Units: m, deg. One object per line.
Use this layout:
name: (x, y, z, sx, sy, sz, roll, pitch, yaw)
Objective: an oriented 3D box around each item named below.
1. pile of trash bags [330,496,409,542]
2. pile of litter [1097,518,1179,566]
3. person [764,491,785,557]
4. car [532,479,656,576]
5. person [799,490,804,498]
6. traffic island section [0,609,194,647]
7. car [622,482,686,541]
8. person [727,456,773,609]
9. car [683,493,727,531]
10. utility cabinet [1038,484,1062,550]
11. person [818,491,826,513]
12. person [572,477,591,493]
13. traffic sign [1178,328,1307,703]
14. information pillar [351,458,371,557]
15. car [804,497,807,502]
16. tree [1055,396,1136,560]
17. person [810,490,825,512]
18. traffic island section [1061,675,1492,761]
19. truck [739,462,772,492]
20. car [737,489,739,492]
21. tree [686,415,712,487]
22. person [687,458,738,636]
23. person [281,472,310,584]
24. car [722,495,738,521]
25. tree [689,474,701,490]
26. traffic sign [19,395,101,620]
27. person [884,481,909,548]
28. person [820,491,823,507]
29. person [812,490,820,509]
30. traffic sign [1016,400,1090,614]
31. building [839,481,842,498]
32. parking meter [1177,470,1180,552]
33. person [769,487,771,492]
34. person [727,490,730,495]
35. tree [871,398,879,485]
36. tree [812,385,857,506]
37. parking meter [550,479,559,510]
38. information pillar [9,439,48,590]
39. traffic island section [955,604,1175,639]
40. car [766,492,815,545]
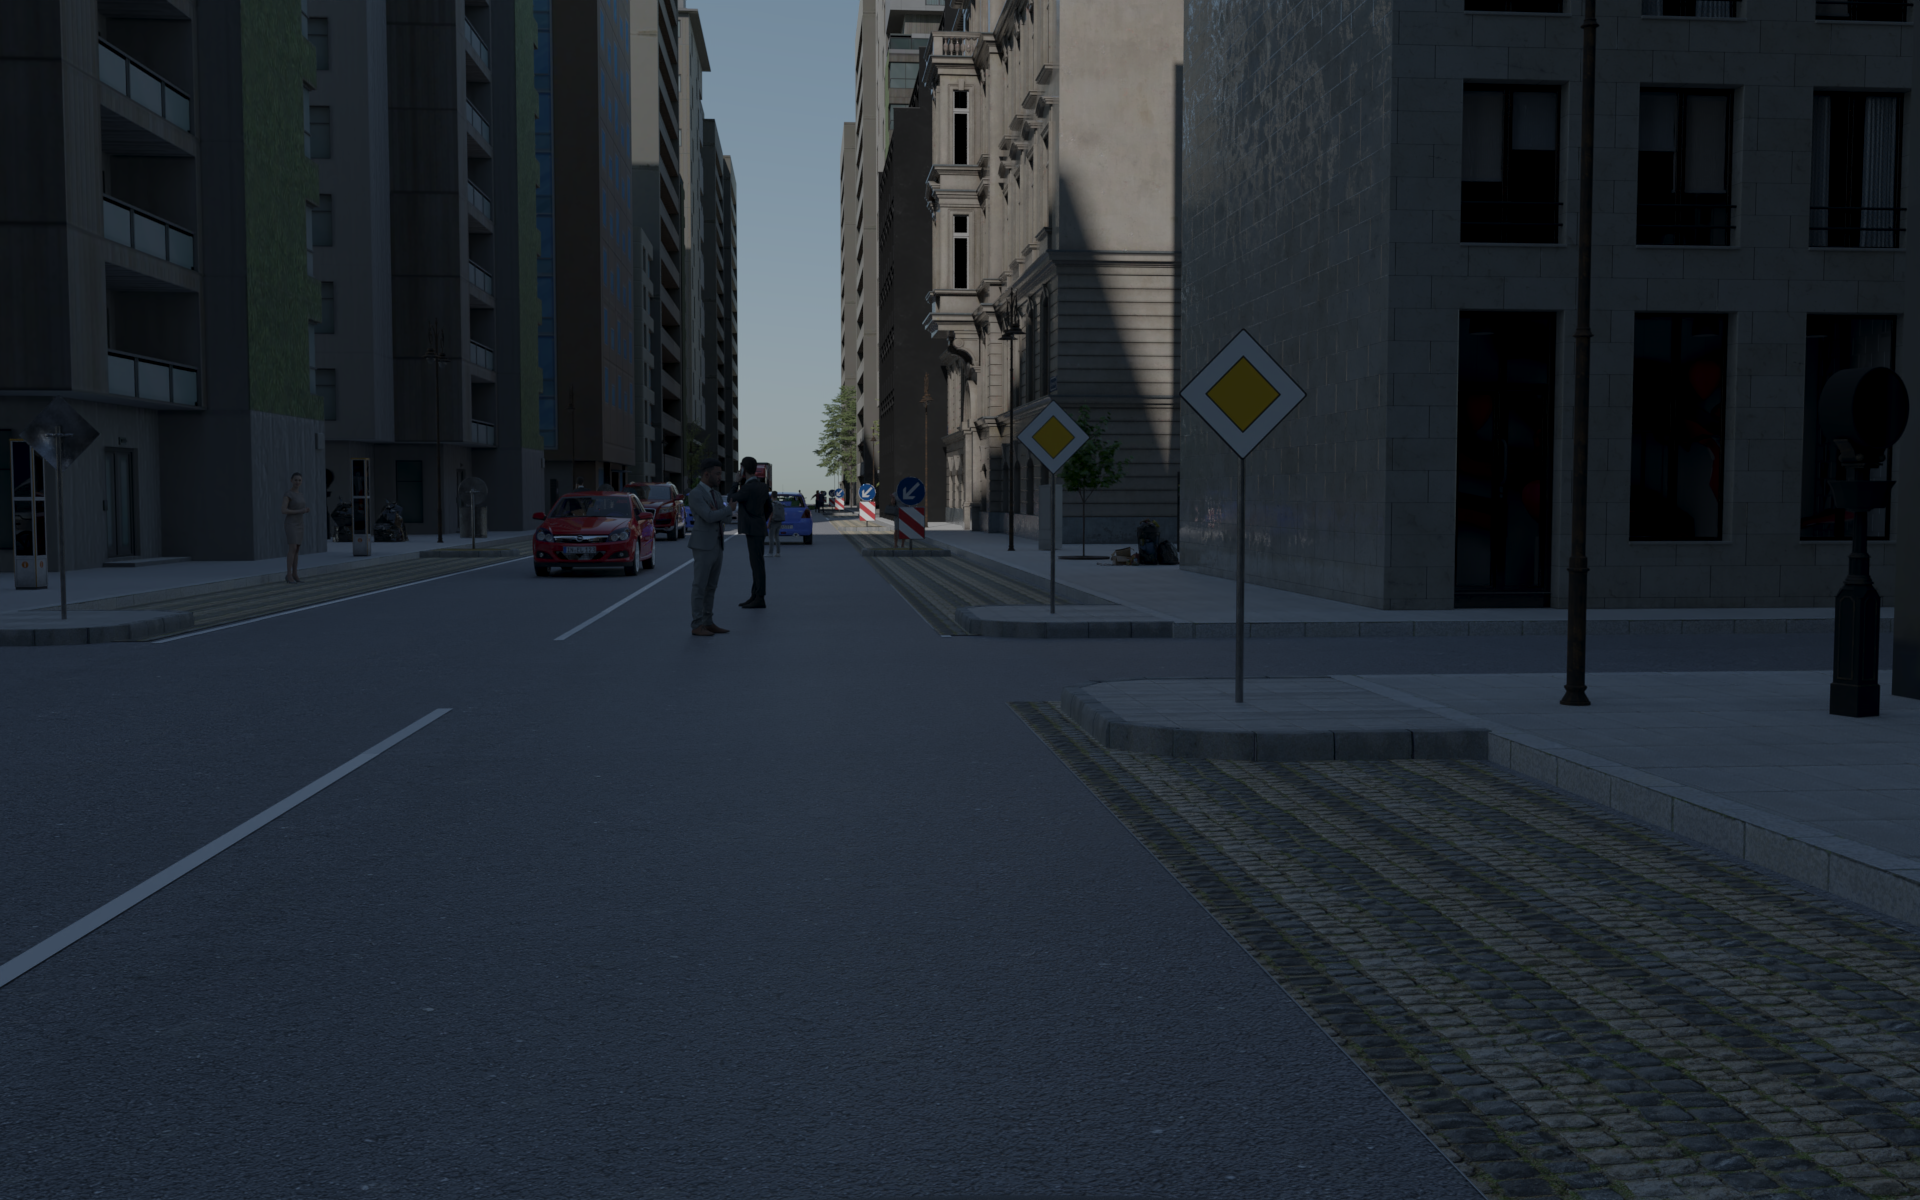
pile of trash bags: (-16.614, -2.266, 46.801, 3.447, 1.369, 1.912, 0, 4, 1)
pile of litter: (3.260, -1.069, 31.441, 1.719, 0.858, 1.176, -1, 4, -9)
person: (-4.237, -1.737, 39.501, 0.523, 1.515, 0.503, 0, 4, 0)
car: (-6.633, -1.382, 31.643, 2.155, 1.783, 4.494, 0, 4, -4)
person: (-14.477, -9.036, 156.255, 1.348, 1.821, 0.705, 3, 5, 43)
traffic island section: (-9.184, 0.279, 17.713, 2.009, 0.180, 2.903, 0, 4, -5)
car: (-9.782, -2.801, 54.477, 2.281, 1.827, 5.304, 0, 4, -5)
person: (-2.648, -0.850, 21.766, 0.474, 1.900, 0.648, 1, 4, 10)
car: (-9.949, -3.492, 66.690, 1.945, 1.707, 3.694, 0, 4, -6)
utility cabinet: (2.072, -1.904, 39.812, 0.318, 1.500, 1.173, 1, 4, 16)
person: (-10.527, -7.494, 131.941, 0.541, 1.710, 0.530, 3, 5, 44)
person: (-10.335, -2.418, 47.403, 0.474, 1.900, 0.648, 3, 5, 43)
traffic sign: (1.717, -0.426, 10.601, 0.795, 2.450, 0.064, 0, 4, -5)
information pillar: (-12.297, -1.900, 35.563, 0.304, 2.012, 0.304, 0, 4, -5)
car: (-18.922, -11.778, 202.360, 2.009, 1.686, 4.222, 0, 4, -4)
tree: (2.355, -2.410, 34.008, 1.663, 3.219, 1.824, 0, 3, 0)
person: (-11.198, -7.768, 136.230, 1.217, 1.743, 0.721, 1, 4, 14)
traffic island section: (1.739, 0.710, 10.680, 2.009, 0.180, 2.903, 0, 4, -5)
truck: (-18.258, -10.144, 154.768, 2.839, 4.237, 11.283, 0, 4, -3)
car: (-17.513, -8.116, 141.376, 2.281, 1.827, 5.304, 0, 4, -5)
tree: (-25.411, -12.978, 162.548, 4.737, 8.622, 4.395, 0, 3, 0)
person: (-2.503, -0.546, 17.605, 0.466, 1.800, 0.511, 0, 4, 7)
person: (-10.636, -1.157, 27.757, 0.374, 1.781, 0.599, 1, 4, 12)
car: (-11.338, -4.418, 84.591, 2.083, 1.381, 4.827, 0, 4, -5)
tree: (-25.498, -10.649, 168.714, 1.663, 3.219, 1.824, 0, 3, 0)
traffic sign: (-9.161, -0.857, 17.654, 0.795, 2.450, 0.064, 0, 4, -5)
person: (-1.566, -2.137, 43.801, 0.716, 1.782, 0.532, 0, 4, -1)
person: (-15.642, -11.415, 195.162, 0.705, 1.821, 1.348, -1, 4, -9)
person: (-13.342, -9.436, 162.872, 1.348, 1.812, 0.705, -2, 4, -35)
traffic sign: (0.993, -0.912, 18.553, 0.795, 2.450, 0.064, 0, 4, -5)
building: (-0.657, -33.561, 240.602, 32.217, 40.220, 23.993, 0, 4, -5)
parking meter: (4.950, -1.982, 38.112, 0.255, 1.863, 0.399, 2, 4, 26)
person: (-10.657, -5.395, 96.665, 1.348, 1.831, 0.705, 2, 4, 34)
person: (-21.095, -9.216, 159.166, 1.348, 1.826, 0.705, -1, 4, -11)
tree: (-3.504, -9.324, 102.815, 4.737, 8.622, 4.395, 0, 3, 0)
tree: (-11.555, -16.067, 180.828, 7.486, 12.596, 7.792, 0, 3, 0)
parking meter: (-15.623, -3.732, 66.724, 0.255, 1.863, 0.399, 0, 4, 2)
information pillar: (-12.496, -1.147, 23.252, 0.304, 2.012, 0.304, 0, 3, 0)
traffic island section: (1.016, 0.223, 18.633, 2.009, 0.180, 2.903, 0, 4, -5)
car: (-5.156, -2.488, 50.276, 1.945, 1.707, 3.694, 0, 4, -7)
